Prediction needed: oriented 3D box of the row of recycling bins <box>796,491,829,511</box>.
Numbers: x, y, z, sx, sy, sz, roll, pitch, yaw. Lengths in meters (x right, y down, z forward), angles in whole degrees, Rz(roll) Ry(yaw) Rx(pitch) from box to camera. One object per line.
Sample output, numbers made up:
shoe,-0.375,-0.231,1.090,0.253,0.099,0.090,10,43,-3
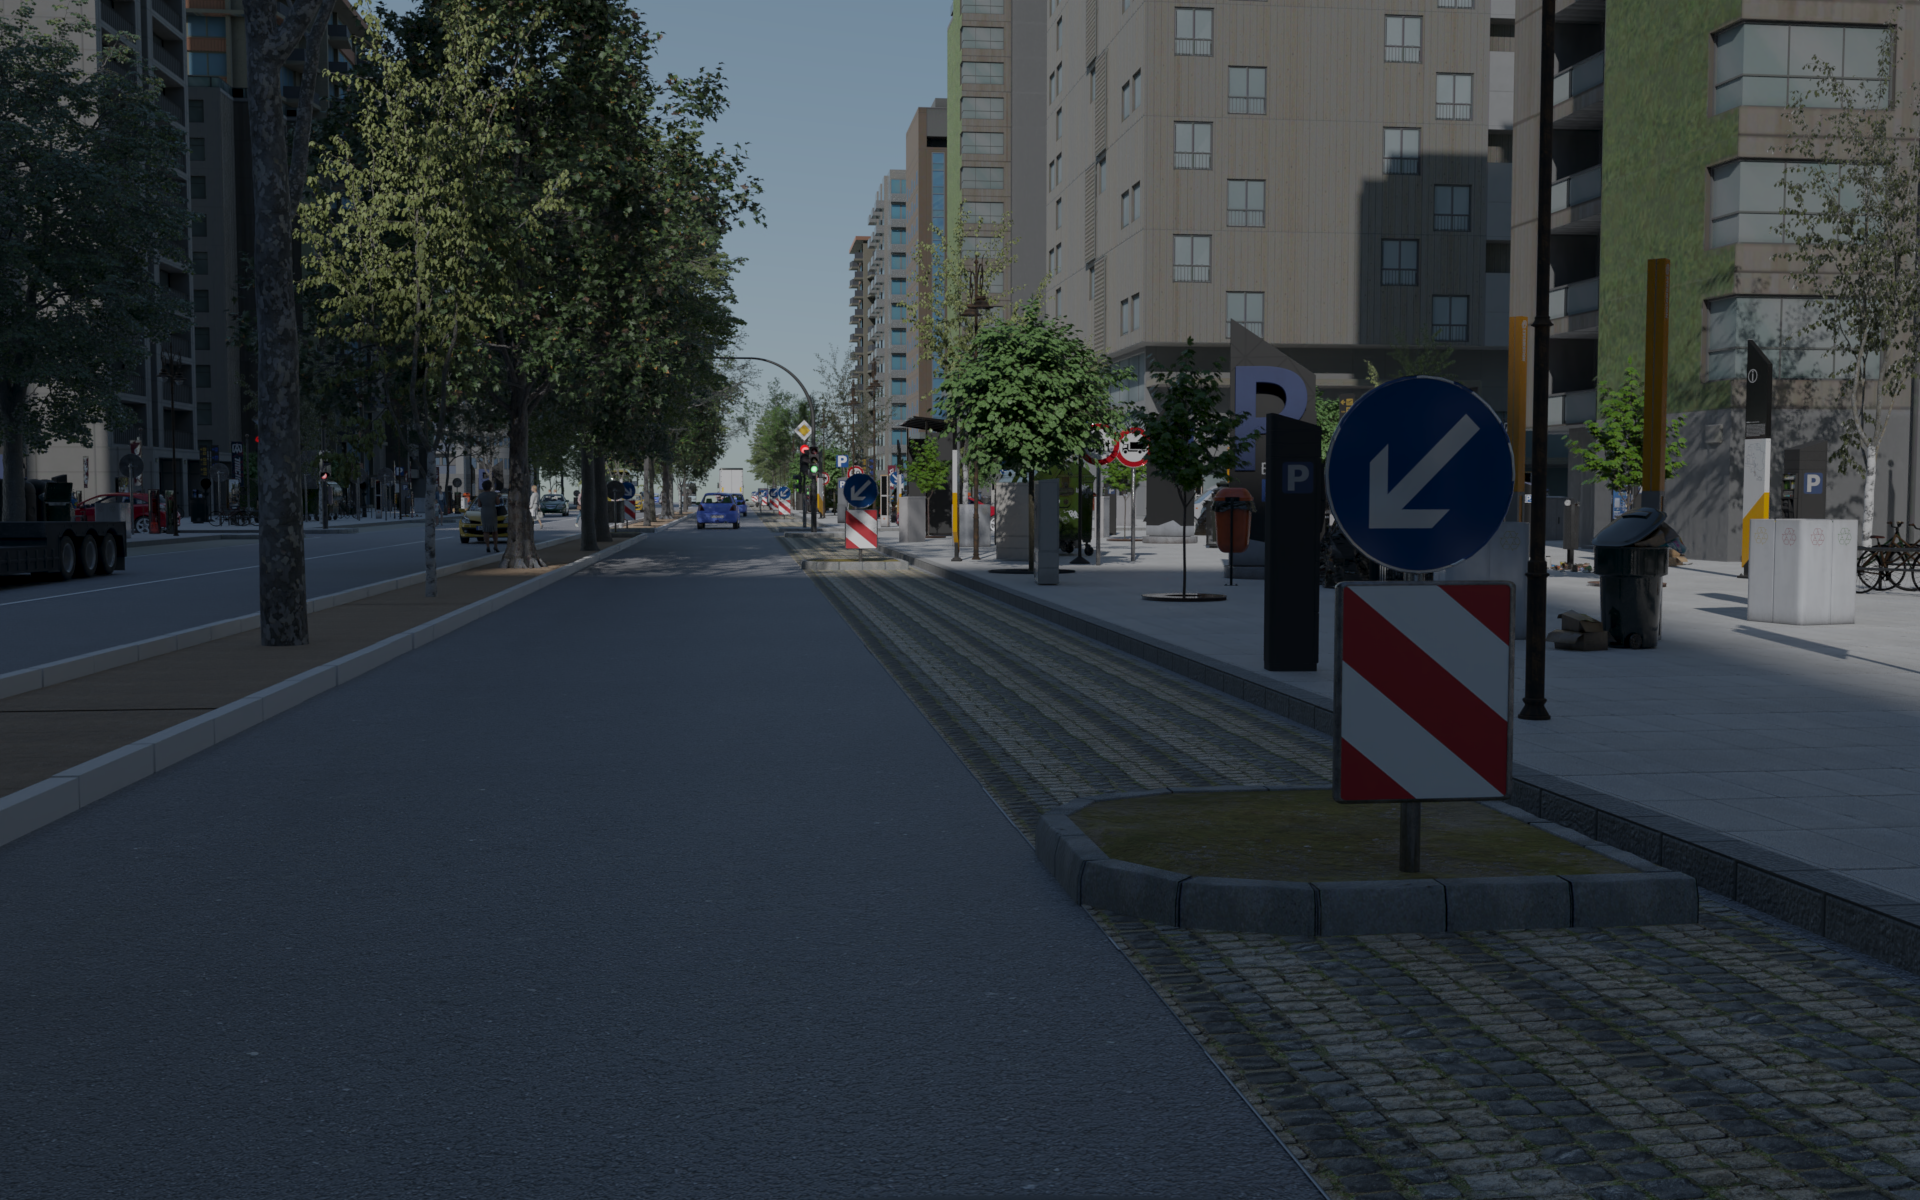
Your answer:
row of recycling bins,-11.547,-7.846,135.389,3.534,1.692,1.069,3,5,43

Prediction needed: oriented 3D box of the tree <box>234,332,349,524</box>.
tree,-26.393,-7.211,68.259,4.360,8.622,3.978,0,3,0

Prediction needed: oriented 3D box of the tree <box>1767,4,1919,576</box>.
tree,14.549,-4.696,27.135,4.360,8.622,3.978,0,3,0

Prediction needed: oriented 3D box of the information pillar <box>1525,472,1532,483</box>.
information pillar,18.558,-3.207,56.920,0.304,2.012,0.304,-1,4,-16

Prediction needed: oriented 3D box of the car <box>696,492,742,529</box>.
car,-10.019,-3.812,71.913,1.945,1.707,3.694,0,4,-6

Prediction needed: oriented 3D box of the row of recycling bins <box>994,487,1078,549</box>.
row of recycling bins,1.817,-2.149,42.244,1.069,1.692,3.534,-2,4,-24

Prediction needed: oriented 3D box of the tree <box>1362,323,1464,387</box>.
tree,19.382,-7.555,73.890,4.737,8.622,4.395,0,3,0

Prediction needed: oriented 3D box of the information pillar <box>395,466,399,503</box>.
information pillar,-44.443,-8.907,136.985,0.183,3.616,0.504,2,4,35

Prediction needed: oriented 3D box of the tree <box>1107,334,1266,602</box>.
tree,2.862,-1.612,20.957,1.663,3.219,1.824,0,3,0

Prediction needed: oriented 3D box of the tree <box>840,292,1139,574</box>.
tree,1.114,-2.729,28.340,4.285,4.588,4.351,0,3,0

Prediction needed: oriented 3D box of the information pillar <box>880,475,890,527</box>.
information pillar,-2.875,-3.802,66.651,0.304,2.012,0.304,1,4,14

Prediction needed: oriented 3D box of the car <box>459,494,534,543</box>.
car,-13.806,-2.534,51.662,2.015,1.641,3.980,0,4,-5

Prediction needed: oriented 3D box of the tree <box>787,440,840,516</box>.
tree,-7.497,-7.289,102.892,4.285,4.588,4.351,0,3,0

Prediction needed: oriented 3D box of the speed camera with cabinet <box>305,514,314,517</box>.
speed camera with cabinet,-37.004,-6.369,98.469,0.660,3.252,2.038,-1,4,-14

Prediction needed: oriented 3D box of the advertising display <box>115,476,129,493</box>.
advertising display,-30.649,-3.558,63.391,0.123,1.923,0.974,0,4,-5

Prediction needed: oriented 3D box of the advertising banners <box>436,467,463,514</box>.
advertising banners,-32.850,-7.018,110.930,2.074,3.025,0.090,-3,5,-43

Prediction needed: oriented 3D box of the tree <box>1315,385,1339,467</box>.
tree,10.186,-4.053,49.973,4.285,4.588,4.351,0,3,0

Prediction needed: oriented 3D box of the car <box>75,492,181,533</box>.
car,-29.530,-3.125,60.128,4.494,1.783,2.155,0,4,-7

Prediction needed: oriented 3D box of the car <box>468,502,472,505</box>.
car,-23.062,-4.471,85.095,2.014,1.417,4.499,0,4,-6

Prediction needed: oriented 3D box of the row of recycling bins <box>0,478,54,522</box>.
row of recycling bins,-25.288,-2.430,46.840,1.069,1.692,3.534,0,4,-4

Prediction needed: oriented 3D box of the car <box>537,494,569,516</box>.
car,-26.451,-6.167,112.622,2.131,1.459,4.920,-1,4,-9

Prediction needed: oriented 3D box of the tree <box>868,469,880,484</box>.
tree,-5.880,-7.491,117.081,1.663,3.219,1.824,0,3,0

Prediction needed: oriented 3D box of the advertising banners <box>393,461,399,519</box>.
advertising banners,-29.480,-5.755,90.288,0.090,3.025,2.074,-1,4,-16

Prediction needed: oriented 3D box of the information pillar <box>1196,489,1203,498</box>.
information pillar,11.281,-4.715,81.580,0.304,2.012,0.304,1,4,23

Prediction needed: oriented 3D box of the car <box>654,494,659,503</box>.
car,-45.642,-15.265,259.173,1.945,1.707,3.694,0,4,-8

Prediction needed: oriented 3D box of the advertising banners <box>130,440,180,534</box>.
advertising banners,-25.930,-3.642,55.732,2.074,3.025,0.090,2,4,24

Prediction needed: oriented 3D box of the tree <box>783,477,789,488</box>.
tree,-16.862,-11.059,175.414,1.663,3.219,1.824,0,3,0

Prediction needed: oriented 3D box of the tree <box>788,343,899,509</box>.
tree,-5.349,-8.188,84.232,4.360,8.622,3.978,0,3,0

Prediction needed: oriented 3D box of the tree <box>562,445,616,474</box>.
tree,-42.564,-16.108,197.780,8.767,10.594,7.601,-1,4,-17

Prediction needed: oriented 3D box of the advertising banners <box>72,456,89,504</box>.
advertising banners,-40.710,-5.126,79.990,2.074,3.025,0.090,3,4,38

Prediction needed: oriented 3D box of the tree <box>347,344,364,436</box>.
tree,-27.465,-7.579,74.282,4.360,8.622,3.978,0,3,0

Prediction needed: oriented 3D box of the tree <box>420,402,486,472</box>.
tree,-33.978,-13.106,124.649,12.009,13.543,11.850,0,3,0

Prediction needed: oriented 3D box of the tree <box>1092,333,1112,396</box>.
tree,5.180,-7.920,79.858,4.737,8.622,4.395,0,3,0

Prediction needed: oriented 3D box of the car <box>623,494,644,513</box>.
car,-25.472,-7.628,134.939,2.015,1.641,3.980,0,4,-6

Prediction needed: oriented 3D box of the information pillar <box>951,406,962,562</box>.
information pillar,-0.072,-2.539,32.875,0.183,3.616,0.504,0,4,6

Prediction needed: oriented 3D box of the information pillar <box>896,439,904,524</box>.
information pillar,-2.596,-5.038,73.733,0.183,3.616,0.504,-1,4,-14

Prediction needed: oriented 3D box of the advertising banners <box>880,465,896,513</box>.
advertising banners,-4.859,-6.622,104.455,2.074,3.025,0.090,-1,4,-12

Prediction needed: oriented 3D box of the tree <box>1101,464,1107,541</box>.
tree,4.447,-3.223,47.293,1.663,3.219,1.824,0,3,0

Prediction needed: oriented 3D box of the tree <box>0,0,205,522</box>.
tree,-24.264,-8.390,43.838,9.857,13.997,8.962,0,3,0

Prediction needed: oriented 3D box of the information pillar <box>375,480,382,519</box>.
information pillar,-30.338,-5.253,90.376,0.304,2.012,0.304,-1,4,-13

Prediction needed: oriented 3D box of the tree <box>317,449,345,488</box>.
tree,-43.950,-8.356,120.330,4.285,4.588,4.351,0,3,0

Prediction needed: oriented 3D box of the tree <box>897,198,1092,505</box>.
tree,0.352,-5.746,44.314,4.737,8.622,4.395,0,3,0

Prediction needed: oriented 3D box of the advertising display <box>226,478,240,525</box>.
advertising display,-29.967,-4.048,71.400,0.123,1.923,0.974,0,4,2

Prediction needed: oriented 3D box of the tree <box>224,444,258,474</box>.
tree,-46.896,-7.926,113.311,4.285,4.588,4.351,0,3,0

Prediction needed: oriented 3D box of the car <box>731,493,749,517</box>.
car,-14.551,-6.221,111.309,1.945,1.707,3.694,0,4,-6

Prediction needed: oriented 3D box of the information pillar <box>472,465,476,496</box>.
information pillar,-38.647,-8.944,137.589,0.183,3.616,0.504,1,4,12

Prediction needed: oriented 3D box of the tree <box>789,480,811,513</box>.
tree,-10.605,-7.705,120.575,1.663,3.219,1.824,0,3,0

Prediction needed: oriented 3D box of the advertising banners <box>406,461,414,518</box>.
advertising banners,-29.453,-5.921,93.003,0.090,3.025,2.074,-1,4,-14

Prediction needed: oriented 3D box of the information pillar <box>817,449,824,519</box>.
information pillar,-7.248,-6.023,89.832,0.183,3.616,0.504,1,4,21

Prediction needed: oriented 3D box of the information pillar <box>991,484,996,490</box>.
information pillar,2.383,-7.077,120.205,0.304,2.012,0.304,2,4,31

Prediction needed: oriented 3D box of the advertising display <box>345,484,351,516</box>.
advertising display,-35.889,-5.893,101.567,0.123,1.923,0.974,-1,4,-10

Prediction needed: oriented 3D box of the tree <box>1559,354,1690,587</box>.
tree,9.158,-1.800,24.037,1.663,3.219,1.824,0,3,0

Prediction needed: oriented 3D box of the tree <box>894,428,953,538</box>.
tree,-0.823,-3.417,50.468,1.663,3.219,1.824,0,3,0

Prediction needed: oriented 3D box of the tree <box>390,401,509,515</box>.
tree,-30.568,-10.356,103.734,7.601,10.594,8.767,-1,4,-9

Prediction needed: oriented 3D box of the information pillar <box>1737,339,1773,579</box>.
information pillar,11.996,-2.124,26.083,0.183,3.616,0.504,-1,4,-13

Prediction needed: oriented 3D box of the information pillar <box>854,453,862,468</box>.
information pillar,-5.403,-6.089,90.914,0.504,3.616,0.183,2,4,26

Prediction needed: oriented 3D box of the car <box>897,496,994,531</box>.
car,-0.058,-3.302,63.020,4.494,1.783,2.155,0,4,-8
